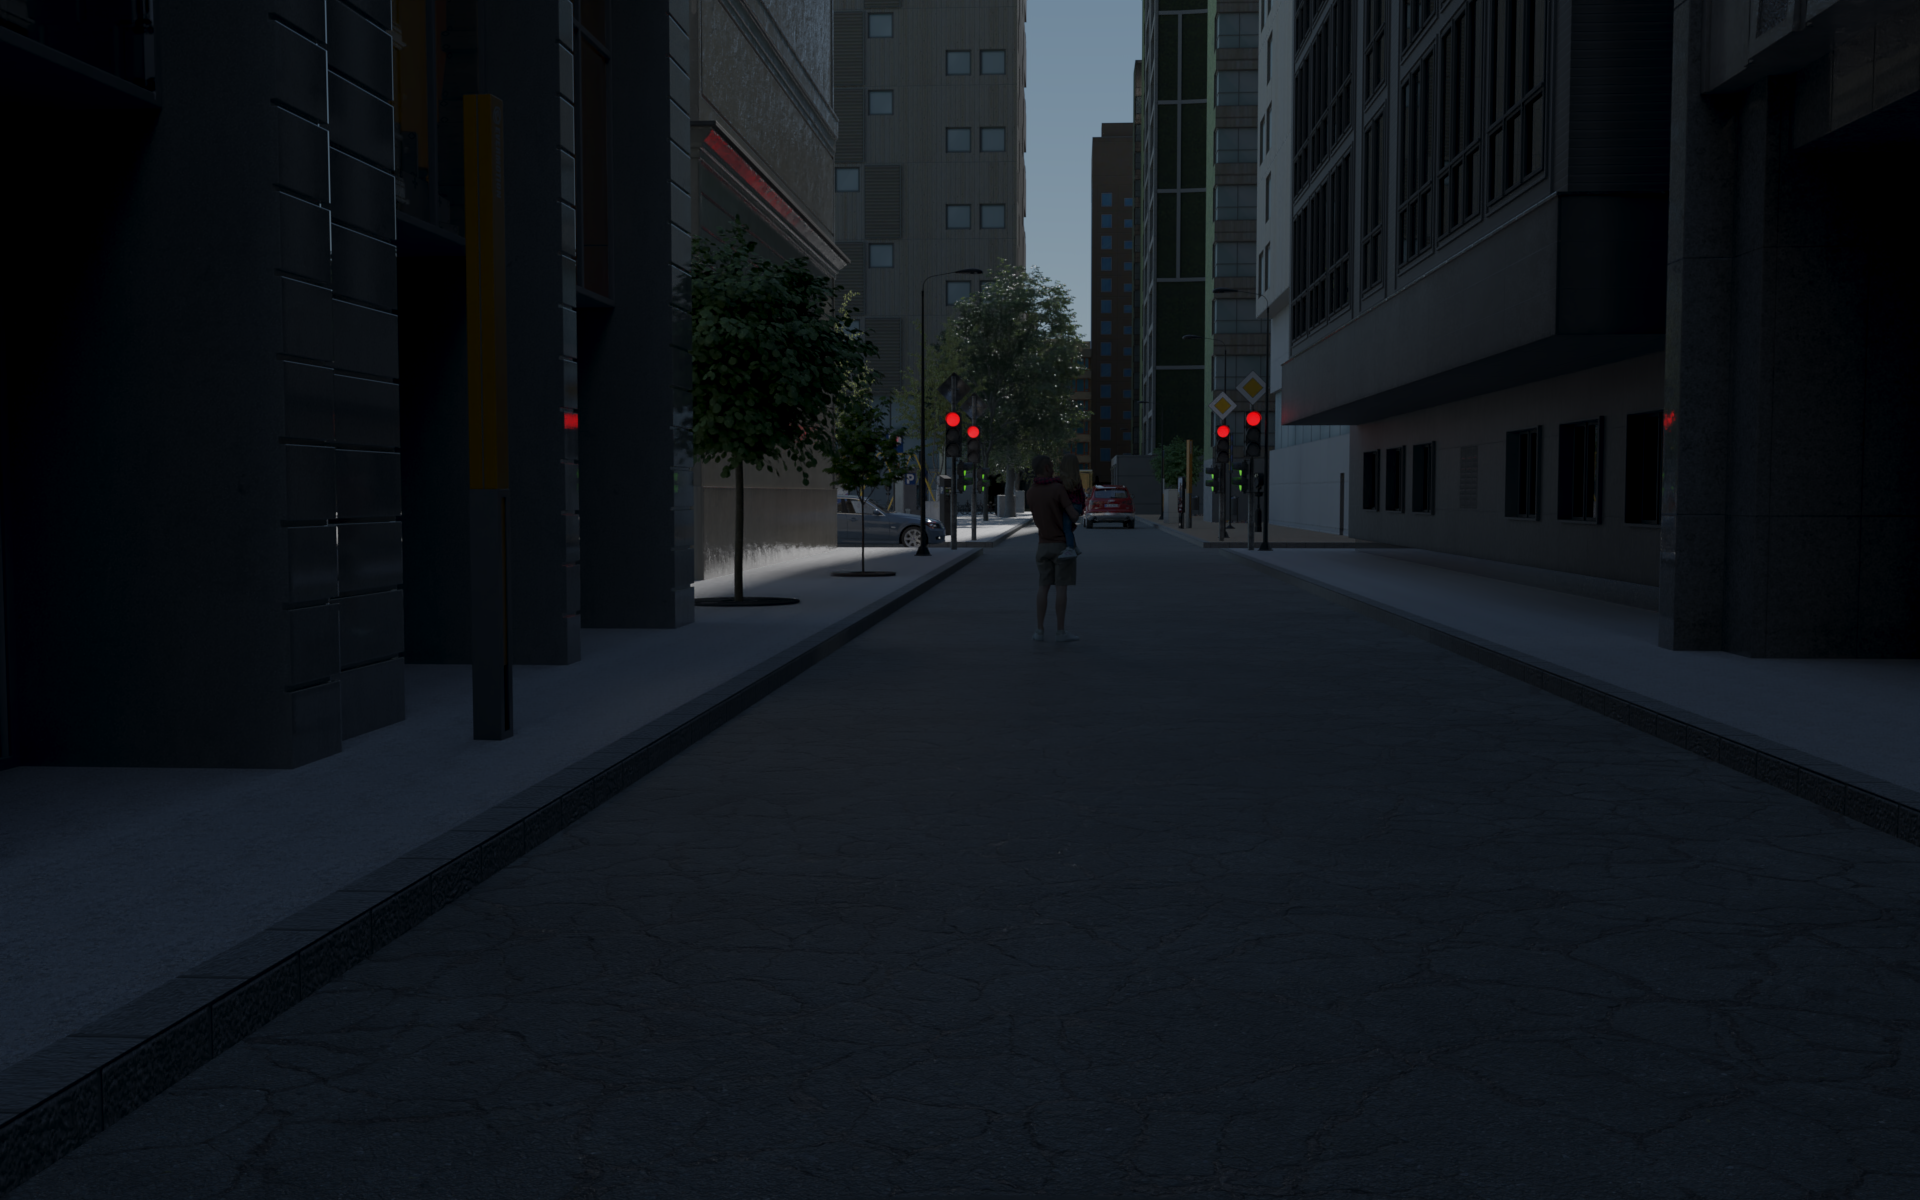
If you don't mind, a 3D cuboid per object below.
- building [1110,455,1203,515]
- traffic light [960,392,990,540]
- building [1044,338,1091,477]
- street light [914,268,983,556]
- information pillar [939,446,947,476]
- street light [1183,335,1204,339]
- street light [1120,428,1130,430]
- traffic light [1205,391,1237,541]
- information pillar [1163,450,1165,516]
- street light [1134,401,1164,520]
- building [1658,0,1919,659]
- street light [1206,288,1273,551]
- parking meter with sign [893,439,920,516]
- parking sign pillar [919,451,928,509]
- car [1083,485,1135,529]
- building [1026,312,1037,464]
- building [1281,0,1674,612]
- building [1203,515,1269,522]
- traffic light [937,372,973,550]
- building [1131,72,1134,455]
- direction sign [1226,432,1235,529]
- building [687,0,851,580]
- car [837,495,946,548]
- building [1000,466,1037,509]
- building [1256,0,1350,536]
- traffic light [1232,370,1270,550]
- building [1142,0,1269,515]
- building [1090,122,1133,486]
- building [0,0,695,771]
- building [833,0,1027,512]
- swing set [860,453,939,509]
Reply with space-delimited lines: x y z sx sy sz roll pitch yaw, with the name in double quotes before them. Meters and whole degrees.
"building" 20.262 -41.097 110.186 20.563 71.187 20.611 0 4 4
"traffic light" 0.404 -3.603 47.824 0.839 4.253 0.868 0 4 4
"building" 2.083 -22.976 220.699 28.899 21.520 27.650 0 4 4
"street light" -0.228 -3.869 35.793 1.470 5.913 1.316 0 4 4
"information pillar" -0.742 -5.201 76.393 0.183 3.616 0.504 -2 4 -32
"street light" 7.202 -4.780 50.692 1.470 5.913 1.316 0 4 4
"street light" 12.010 -9.165 122.385 1.470 5.913 1.316 0 4 4
"traffic light" 7.151 -3.576 47.395 0.839 4.253 0.868 0 4 4
"information pillar" 10.894 -6.207 92.844 0.183 3.616 0.504 1 4 12
"street light" 9.546 -6.965 86.414 1.470 5.913 1.316 0 4 4
"building" 11.197 -11.344 3.491 12.078 24.808 19.932 0 4 4
"street light" 6.379 -4.071 39.095 1.470 5.913 1.316 0 4 4
"parking meter with sign" -1.570 -3.259 49.539 0.543 3.016 1.738 -2 4 -24
"parking sign pillar" -2.312 -7.337 108.433 1.447 3.967 1.447 0 4 5
"car" 6.275 -3.949 73.234 2.281 1.827 5.304 0 4 2
"building" -6.160 -20.860 186.107 28.899 21.520 27.650 0 4 4
"building" 13.454 -14.225 26.091 14.314 27.812 24.014 0 4 4
"building" 18.843 -24.454 83.426 14.154 41.232 14.086 0 4 4
"traffic light" -0.123 -3.115 39.856 0.839 4.253 0.868 0 4 4
"building" 23.526 -29.534 166.472 14.154 41.232 14.086 0 4 4
"direction sign" 9.990 -4.402 63.965 0.379 3.537 0.876 0 3 0
"building" -17.529 -12.227 33.196 30.059 22.955 16.112 0 4 4
"car" -2.610 -1.986 44.478 4.499 1.417 2.014 0 4 3
"building" -2.654 -44.163 160.310 20.563 71.187 20.611 0 4 4
"building" 24.455 -28.638 57.469 27.495 52.752 28.713 0 4 4
"traffic light" 6.624 -3.089 39.427 0.839 4.253 0.868 0 4 4
"building" 20.746 -27.420 131.908 14.154 41.232 14.086 0 4 4
"building" 23.138 -34.354 211.794 14.200 45.320 14.600 0 4 4
"building" -8.991 -13.738 2.105 11.434 29.767 29.804 0 4 4
"building" -8.469 -33.484 136.701 28.713 52.752 27.495 0 4 4
"swing set" -2.452 -4.183 66.015 2.862 2.851 3.119 2 4 24
